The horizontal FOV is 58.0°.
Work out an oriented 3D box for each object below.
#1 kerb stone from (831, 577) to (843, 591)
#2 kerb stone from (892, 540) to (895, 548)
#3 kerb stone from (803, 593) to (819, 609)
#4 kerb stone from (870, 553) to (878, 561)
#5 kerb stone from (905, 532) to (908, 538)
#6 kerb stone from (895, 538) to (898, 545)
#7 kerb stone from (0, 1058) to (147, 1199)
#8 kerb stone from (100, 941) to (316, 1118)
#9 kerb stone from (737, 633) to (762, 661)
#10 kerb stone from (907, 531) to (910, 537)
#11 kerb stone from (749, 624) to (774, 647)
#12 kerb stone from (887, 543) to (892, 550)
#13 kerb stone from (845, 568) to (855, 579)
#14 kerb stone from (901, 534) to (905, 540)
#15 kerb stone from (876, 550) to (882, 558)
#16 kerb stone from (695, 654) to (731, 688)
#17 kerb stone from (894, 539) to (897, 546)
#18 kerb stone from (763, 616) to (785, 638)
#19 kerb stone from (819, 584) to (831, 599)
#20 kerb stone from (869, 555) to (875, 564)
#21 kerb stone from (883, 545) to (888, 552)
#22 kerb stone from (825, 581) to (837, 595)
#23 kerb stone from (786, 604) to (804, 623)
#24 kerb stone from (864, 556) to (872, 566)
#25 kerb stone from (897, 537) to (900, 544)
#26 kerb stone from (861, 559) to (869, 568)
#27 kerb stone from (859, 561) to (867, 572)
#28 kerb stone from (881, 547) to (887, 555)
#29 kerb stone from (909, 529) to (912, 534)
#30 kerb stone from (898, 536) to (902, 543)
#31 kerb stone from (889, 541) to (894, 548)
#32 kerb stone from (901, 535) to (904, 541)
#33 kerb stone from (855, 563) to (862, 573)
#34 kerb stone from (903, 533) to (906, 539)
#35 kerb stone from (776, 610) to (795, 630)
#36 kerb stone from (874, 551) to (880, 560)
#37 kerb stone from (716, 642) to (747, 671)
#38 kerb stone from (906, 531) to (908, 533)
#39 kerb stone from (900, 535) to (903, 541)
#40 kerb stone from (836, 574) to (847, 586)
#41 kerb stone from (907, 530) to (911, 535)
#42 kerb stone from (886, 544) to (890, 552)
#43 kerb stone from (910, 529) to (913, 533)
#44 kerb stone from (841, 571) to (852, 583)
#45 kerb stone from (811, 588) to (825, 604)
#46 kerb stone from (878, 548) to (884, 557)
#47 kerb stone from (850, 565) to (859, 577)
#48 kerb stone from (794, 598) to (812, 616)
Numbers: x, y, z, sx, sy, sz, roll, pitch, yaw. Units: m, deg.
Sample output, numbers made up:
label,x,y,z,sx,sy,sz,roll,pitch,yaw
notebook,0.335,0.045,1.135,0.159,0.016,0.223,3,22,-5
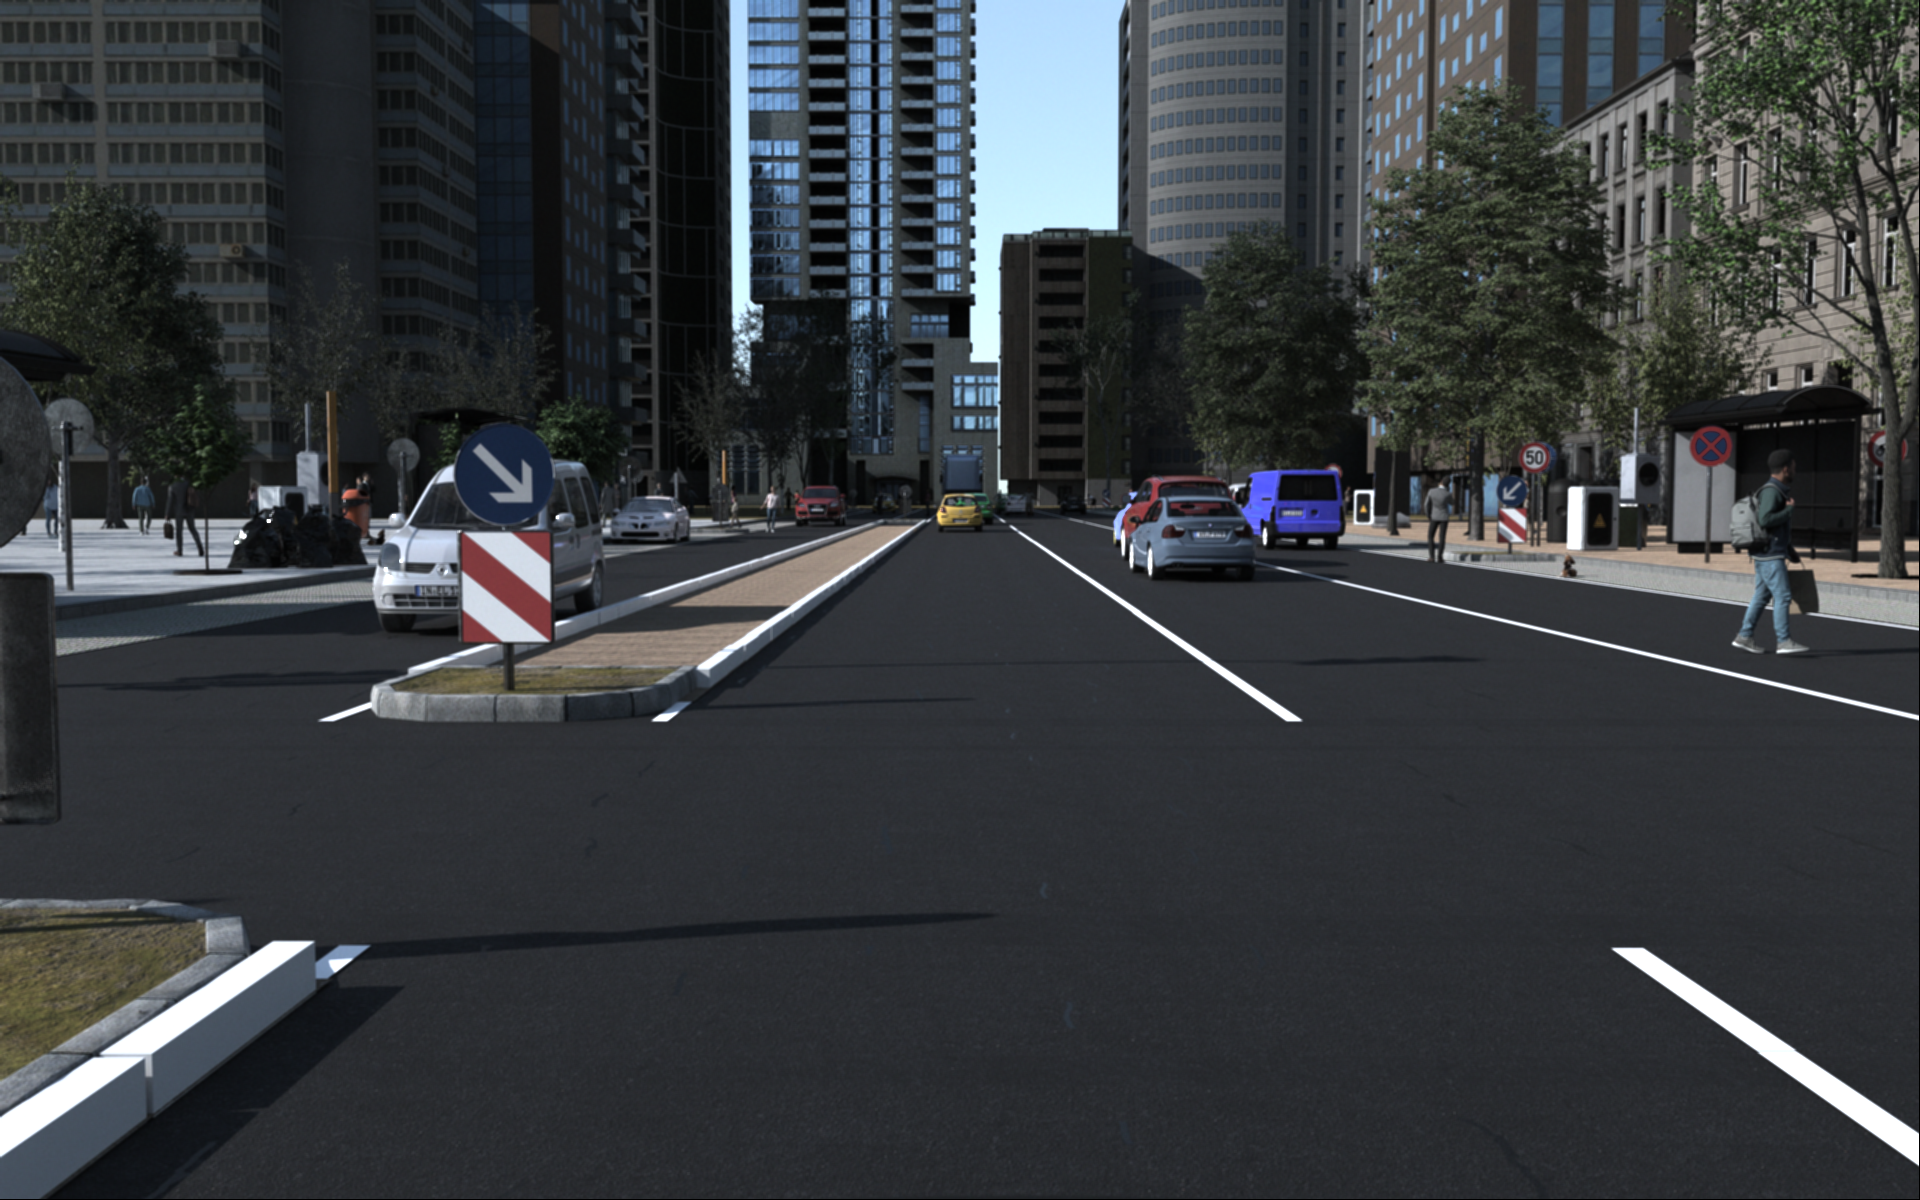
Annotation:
label,x,y,z,sx,sy,sz,roll,pitch,yaw
kerb stone,-1.862,-0.201,25.528,0.120,0.150,1.000,0,4,0
kerb stone,-1.825,-1.397,45.034,0.120,0.150,1.000,0,4,0
kerb stone,-1.882,0.047,21.434,0.120,0.150,1.000,0,4,0
kerb stone,-1.833,-0.832,35.804,0.120,0.150,1.000,0,4,0
kerb stone,-1.798,-1.961,54.260,0.120,0.150,1.000,0,4,0
kerb stone,-1.823,-1.522,47.082,0.120,0.150,1.000,0,4,0
kerb stone,-1.918,1.148,3.451,0.120,0.150,1.000,0,4,0
kerb stone,-1.911,1.084,4.473,0.120,0.150,1.000,0,4,0
kerb stone,-1.888,0.427,15.271,0.120,0.150,1.000,0,4,0
kerb stone,-1.795,-2.087,56.315,0.120,0.150,1.000,0,4,0
kerb stone,-1.893,0.361,16.295,0.120,0.150,1.000,0,4,0
kerb stone,-1.824,-1.272,42.989,0.120,0.150,1.000,0,4,0
kerb stone,-1.864,-0.392,28.605,0.120,0.150,1.000,0,4,0
kerb stone,-1.809,-1.835,52.202,0.120,0.150,1.000,0,4,0
kerb stone,-1.840,-0.956,37.855,0.120,0.150,1.000,0,4,0
kerb stone,-1.898,0.551,13.223,0.120,0.150,1.000,0,4,0
kerb stone,-1.817,-1.457,46.056,0.120,0.150,1.000,0,4,0
kerb stone,-1.889,0.298,17.329,0.120,0.150,1.000,0,4,0
kerb stone,-1.879,-0.078,23.480,0.120,0.150,1.000,0,4,0
kerb stone,-1.846,-0.769,34.774,0.120,0.150,1.000,0,4,0
kerb stone,-1.833,-1.145,40.933,0.120,0.150,1.000,0,4,0
kerb stone,-1.872,-0.140,24.503,0.120,0.150,1.000,0,4,0
kerb stone,-1.879,0.176,19.380,0.120,0.150,1.000,0,4,0
kerb stone,-1.848,-0.706,33.741,0.120,0.150,1.000,0,4,0
kerb stone,-1.811,-1.585,48.105,0.120,0.150,1.000,0,4,0
kerb stone,-1.849,-0.633,32.715,0.120,0.150,1.000,0,4,0
kerb stone,-1.846,-0.581,31.692,0.120,0.150,1.000,0,4,0
kerb stone,-1.832,-1.080,39.906,0.120,0.150,1.000,0,4,0
kerb stone,-1.784,-2.212,58.370,0.120,0.150,1.000,0,4,0
kerb stone,-1.809,-1.647,49.127,0.120,0.150,1.000,0,4,0
kerb stone,-1.826,-1.334,44.012,0.120,0.150,1.000,0,4,0
kerb stone,-1.806,-1.773,51.180,0.120,0.150,1.000,0,4,0
kerb stone,-1.865,-0.517,30.666,0.120,0.150,1.000,0,4,0
kerb stone,-1.801,-1.896,53.234,0.120,0.150,1.000,0,4,0
kerb stone,-1.889,0.237,18.358,0.120,0.150,1.000,0,4,0
kerb stone,-1.846,-0.895,36.827,0.120,0.150,1.000,0,4,0
kerb stone,-1.900,0.486,14.248,0.120,0.150,1.000,0,4,0
kerb stone,-1.801,-2.024,55.285,0.120,0.150,1.000,0,4,0
kerb stone,-1.804,-1.710,50.150,0.120,0.150,1.000,0,4,0
kerb stone,-1.868,-0.266,26.550,0.120,0.150,1.000,0,4,0
kerb stone,-1.796,-2.147,57.343,0.120,0.150,1.000,0,4,0
kerb stone,-1.829,-1.209,41.965,0.120,0.150,1.000,0,4,0
kerb stone,-1.787,-2.275,59.396,0.120,0.150,1.000,0,4,0
kerb stone,-1.855,-0.329,27.579,0.120,0.150,1.000,0,4,0
kerb stone,-1.882,-0.015,22.458,0.120,0.150,1.000,0,4,0
kerb stone,-1.839,-1.021,38.884,0.120,0.150,1.000,0,4,0
kerb stone,-1.855,-0.455,29.634,0.120,0.150,1.000,0,4,0
kerb stone,-1.881,0.109,20.412,0.120,0.150,1.000,0,4,0
